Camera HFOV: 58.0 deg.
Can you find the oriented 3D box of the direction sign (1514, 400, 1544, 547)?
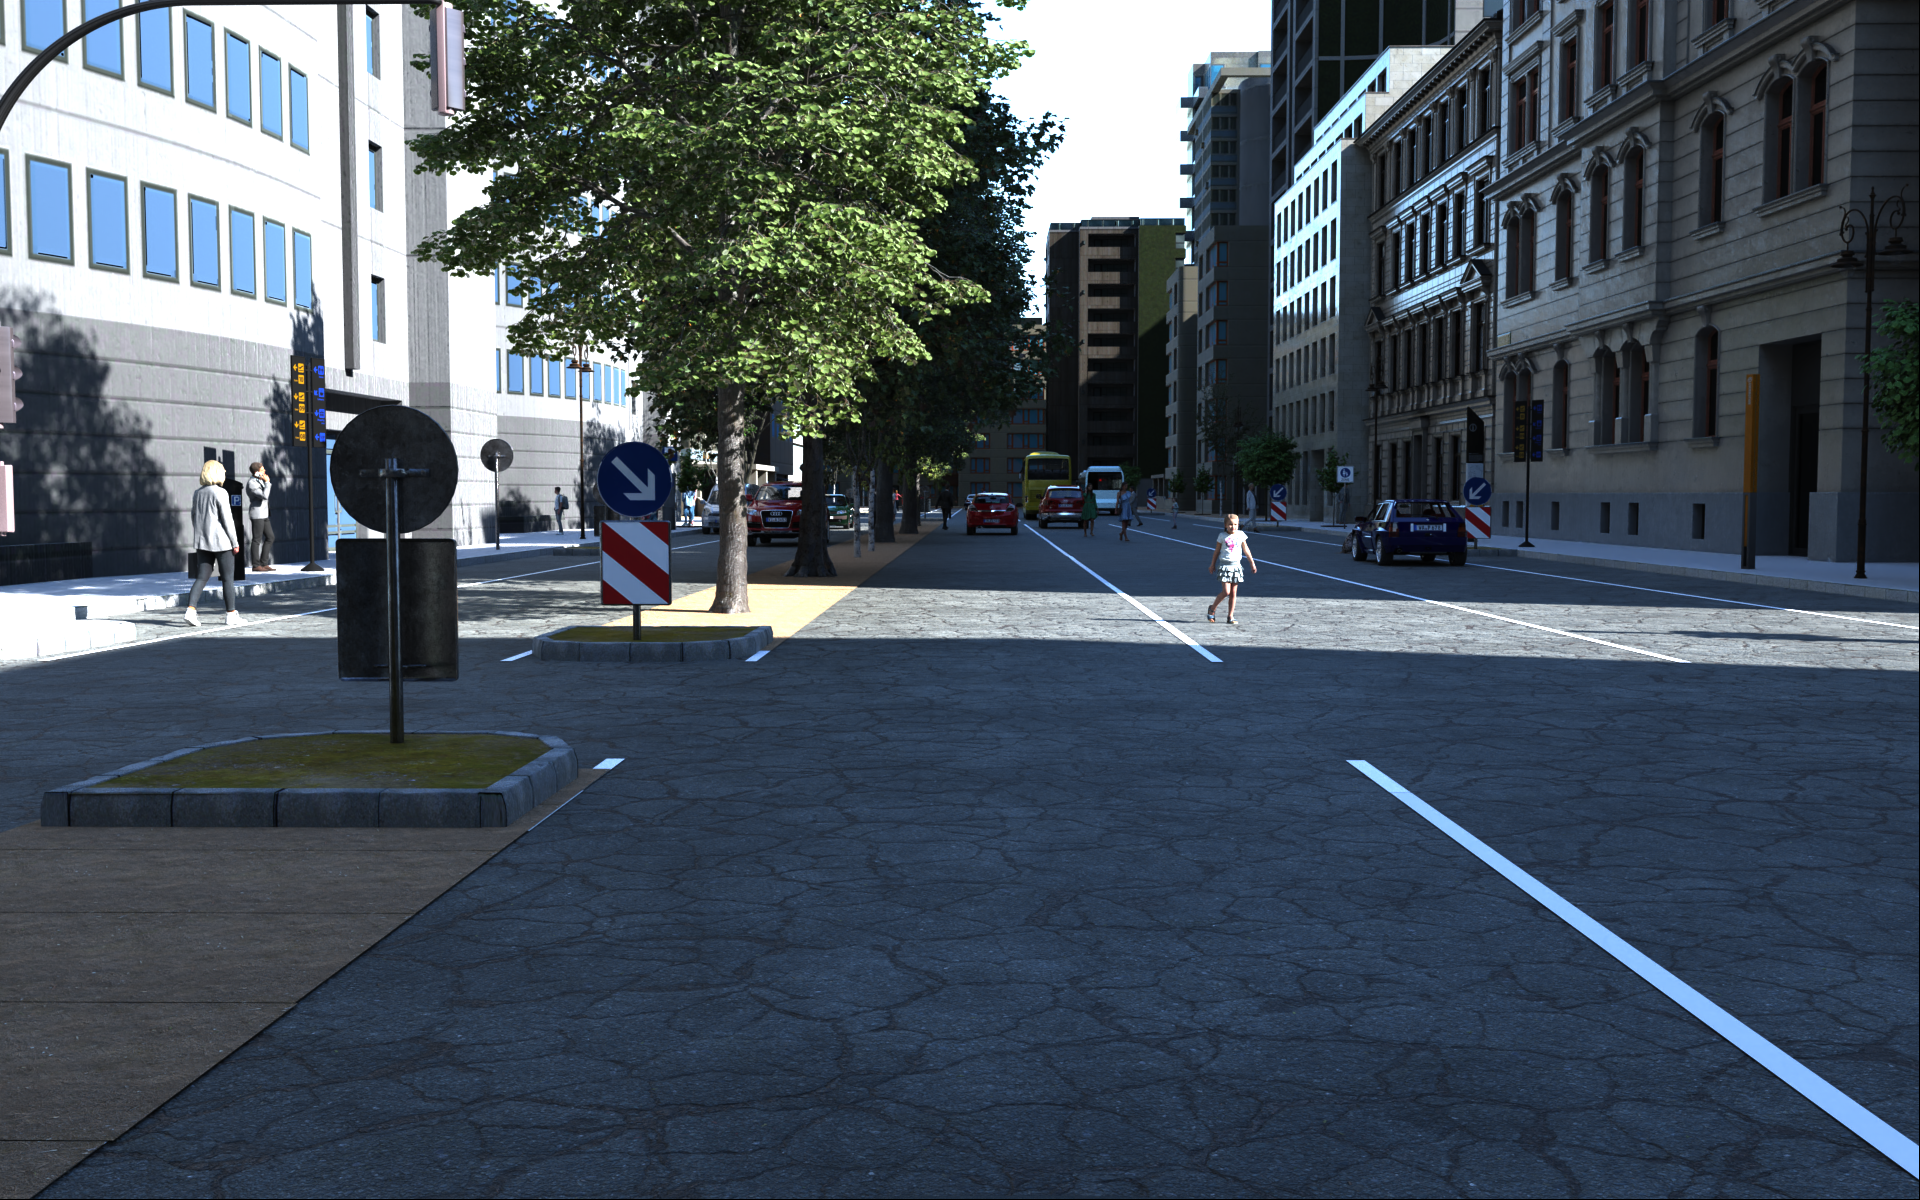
[{"bbox_3d":[13.759,-3.055,41.952,0.379,3.537,0.876,-2,4,-28],"label":"direction sign"}]

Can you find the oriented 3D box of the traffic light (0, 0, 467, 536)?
[{"bbox_3d":[-6.983,-2.530,16.037,4.771,5.953,1.251,0,4,1],"label":"traffic light"}]

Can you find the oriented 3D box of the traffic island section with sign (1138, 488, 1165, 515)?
[{"bbox_3d":[12.835,-6.673,117.732,1.989,1.847,2.006,0,4,1],"label":"traffic island section with sign"}]

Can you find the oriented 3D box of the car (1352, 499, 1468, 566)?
[{"bbox_3d":[9.278,-1.430,35.966,1.945,1.354,3.894,0,4,2],"label":"car"}]

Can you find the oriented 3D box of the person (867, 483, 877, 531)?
[{"bbox_3d":[-2.792,-2.898,56.062,0.473,1.802,0.592,0,4,5],"label":"person"}]

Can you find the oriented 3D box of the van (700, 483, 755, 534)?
[{"bbox_3d":[-8.405,-3.447,63.369,2.013,2.044,4.112,0,3,0],"label":"van"}]

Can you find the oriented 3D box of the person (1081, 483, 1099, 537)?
[{"bbox_3d":[4.359,-3.035,58.377,0.600,1.795,0.529,-1,4,-21],"label":"person"}]

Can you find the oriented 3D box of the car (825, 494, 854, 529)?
[{"bbox_3d":[-5.367,-3.809,72.056,2.009,1.686,4.222,0,4,0],"label":"car"}]

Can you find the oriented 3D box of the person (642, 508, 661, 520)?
[{"bbox_3d":[-8.146,-2.210,45.470,0.563,1.720,0.643,-3,5,-43],"label":"person"}]

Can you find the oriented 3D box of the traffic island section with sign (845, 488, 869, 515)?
[{"bbox_3d":[-7.479,-6.721,118.514,1.989,1.847,2.006,0,4,1],"label":"traffic island section with sign"}]

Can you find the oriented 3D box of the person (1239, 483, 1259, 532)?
[{"bbox_3d":[10.801,-3.437,64.577,0.818,1.842,0.514,0,4,6],"label":"person"}]

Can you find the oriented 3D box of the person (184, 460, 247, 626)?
[{"bbox_3d":[-8.215,-0.626,18.913,0.709,1.800,0.728,2,4,27],"label":"person"}]

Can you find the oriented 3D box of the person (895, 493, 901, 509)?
[{"bbox_3d":[-6.387,-9.980,171.636,1.348,1.831,0.705,-3,4,-38],"label":"person"}]

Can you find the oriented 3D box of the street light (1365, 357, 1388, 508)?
[{"bbox_3d":[14.054,-5.245,58.543,0.468,5.910,1.993,0,4,1],"label":"street light"}]

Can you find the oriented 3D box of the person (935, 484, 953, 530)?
[{"bbox_3d":[-0.555,-3.749,69.572,0.659,1.850,0.755,2,4,27],"label":"person"}]

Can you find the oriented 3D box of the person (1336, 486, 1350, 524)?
[{"bbox_3d":[16.385,-4.149,73.977,0.635,1.810,0.391,-2,4,-31],"label":"person"}]

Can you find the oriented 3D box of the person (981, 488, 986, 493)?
[{"bbox_3d":[1.380,-6.191,109.591,0.599,1.838,0.709,-3,5,-39],"label":"person"}]

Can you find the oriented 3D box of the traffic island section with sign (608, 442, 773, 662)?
[{"bbox_3d":[-2.819,-0.465,15.740,2.006,1.907,1.989,0,4,1],"label":"traffic island section with sign"}]

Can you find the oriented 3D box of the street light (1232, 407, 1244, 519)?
[{"bbox_3d":[14.518,-7.202,90.545,0.468,5.910,1.993,0,4,1],"label":"street light"}]

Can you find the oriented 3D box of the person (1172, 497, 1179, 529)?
[{"bbox_3d":[8.902,-3.615,71.878,0.394,1.301,0.425,-3,4,-39],"label":"person"}]

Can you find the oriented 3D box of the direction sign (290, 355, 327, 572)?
[{"bbox_3d":[-10.780,-2.246,28.727,0.379,3.537,0.876,1,4,15],"label":"direction sign"}]

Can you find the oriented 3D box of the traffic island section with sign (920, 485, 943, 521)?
[{"bbox_3d":[-1.865,-5.060,90.872,2.006,1.907,1.989,0,4,1],"label":"traffic island section with sign"}]

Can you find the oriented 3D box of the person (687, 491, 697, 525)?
[{"bbox_3d":[-11.113,-3.999,71.436,0.555,1.821,0.388,2,4,29],"label":"person"}]

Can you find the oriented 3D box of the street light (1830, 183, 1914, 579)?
[{"bbox_3d":[13.716,-3.267,26.200,0.468,5.910,1.993,0,4,1],"label":"street light"}]

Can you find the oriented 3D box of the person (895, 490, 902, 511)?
[{"bbox_3d":[-5.284,-8.297,144.874,1.217,1.743,0.721,1,4,11],"label":"person"}]

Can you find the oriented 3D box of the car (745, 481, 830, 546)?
[{"bbox_3d":[-4.885,-2.481,49.238,2.281,1.827,5.304,0,4,1],"label":"car"}]

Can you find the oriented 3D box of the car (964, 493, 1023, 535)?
[{"bbox_3d":[1.184,-3.242,62.044,2.155,1.783,4.494,0,4,2],"label":"car"}]

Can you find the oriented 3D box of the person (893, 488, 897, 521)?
[{"bbox_3d":[-3.569,-4.989,90.640,0.524,1.755,0.480,-1,4,-13],"label":"person"}]

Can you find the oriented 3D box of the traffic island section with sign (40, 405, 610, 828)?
[{"bbox_3d":[-2.924,-0.012,8.333,2.006,1.907,1.989,0,4,1],"label":"traffic island section with sign"}]

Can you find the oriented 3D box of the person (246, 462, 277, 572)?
[{"bbox_3d":[-11.543,-1.370,28.621,0.473,1.802,0.592,0,4,1],"label":"person"}]

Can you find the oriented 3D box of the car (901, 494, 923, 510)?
[{"bbox_3d":[-4.185,-9.107,157.566,2.281,1.827,5.304,0,4,1],"label":"car"}]

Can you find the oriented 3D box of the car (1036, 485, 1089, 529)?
[{"bbox_3d":[4.386,-3.969,73.568,2.281,1.827,5.304,0,4,1],"label":"car"}]

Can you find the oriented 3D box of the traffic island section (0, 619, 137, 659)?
[{"bbox_3d":[-9.116,0.374,16.164,2.009,0.180,2.903,0,4,1],"label":"traffic island section"}]

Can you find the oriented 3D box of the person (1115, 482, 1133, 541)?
[{"bbox_3d":[4.966,-2.703,52.791,0.616,1.811,0.778,-1,4,-18],"label":"person"}]

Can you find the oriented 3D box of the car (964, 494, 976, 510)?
[{"bbox_3d":[1.344,-8.644,153.336,2.014,1.417,4.499,0,4,2],"label":"car"}]

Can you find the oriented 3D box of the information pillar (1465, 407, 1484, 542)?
[{"bbox_3d":[13.793,-3.371,46.469,0.504,3.616,0.183,-1,4,-15],"label":"information pillar"}]

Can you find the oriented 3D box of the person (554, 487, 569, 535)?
[{"bbox_3d":[-12.585,-2.800,54.414,0.503,1.515,0.523,2,4,32],"label":"person"}]

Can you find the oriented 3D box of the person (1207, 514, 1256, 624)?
[{"bbox_3d":[3.024,-0.351,19.250,0.505,1.210,0.382,-1,4,-12],"label":"person"}]

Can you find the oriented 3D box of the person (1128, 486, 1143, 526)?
[{"bbox_3d":[7.755,-4.195,77.354,0.850,1.792,0.678,0,4,7],"label":"person"}]

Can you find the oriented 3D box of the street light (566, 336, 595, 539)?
[{"bbox_3d":[-10.779,-4.681,49.325,0.468,5.910,1.993,0,4,1],"label":"street light"}]

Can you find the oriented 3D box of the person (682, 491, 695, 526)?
[{"bbox_3d":[-11.070,-3.933,70.606,0.793,1.790,0.793,1,4,21],"label":"person"}]

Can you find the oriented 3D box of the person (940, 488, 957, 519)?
[{"bbox_3d":[-0.710,-5.684,101.574,1.348,1.807,0.705,2,4,34],"label":"person"}]
